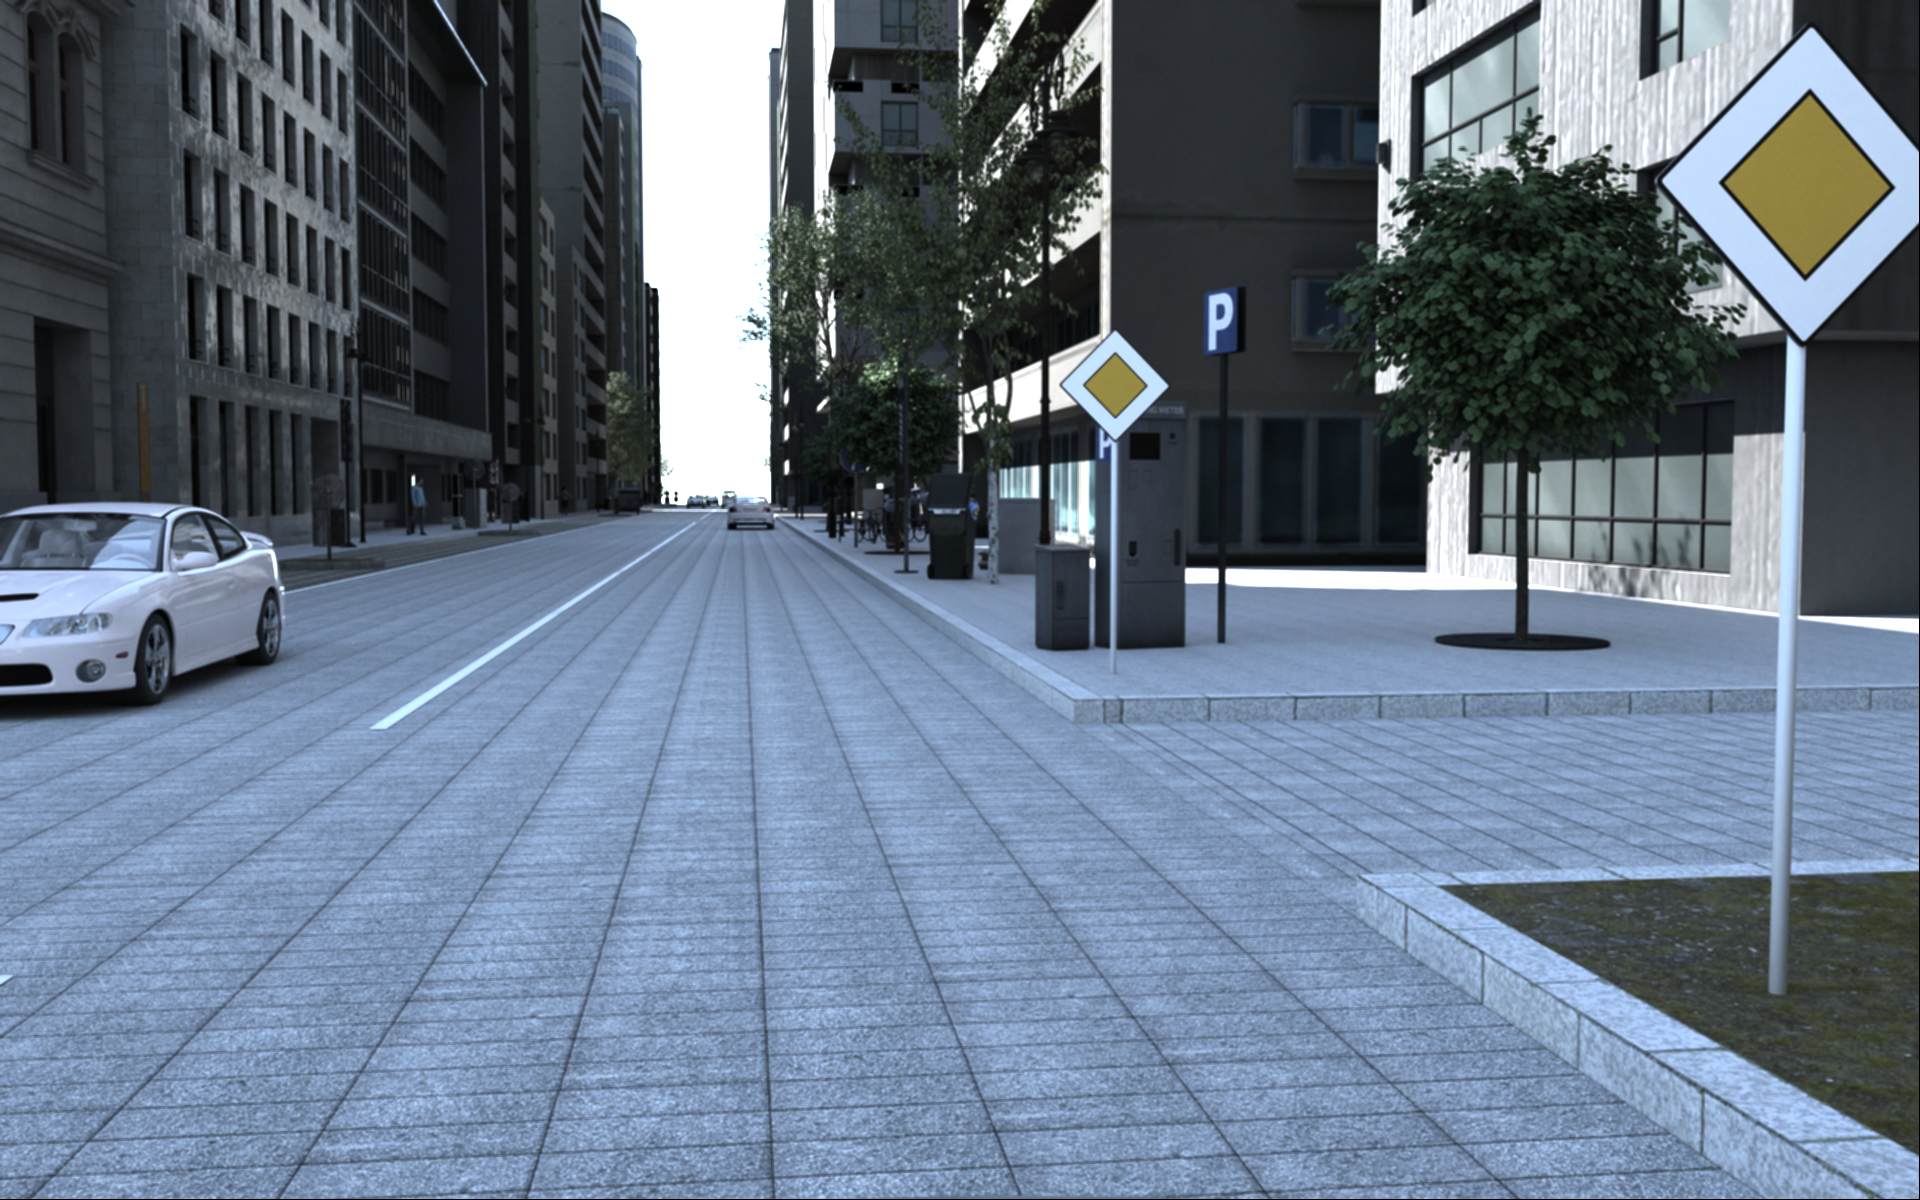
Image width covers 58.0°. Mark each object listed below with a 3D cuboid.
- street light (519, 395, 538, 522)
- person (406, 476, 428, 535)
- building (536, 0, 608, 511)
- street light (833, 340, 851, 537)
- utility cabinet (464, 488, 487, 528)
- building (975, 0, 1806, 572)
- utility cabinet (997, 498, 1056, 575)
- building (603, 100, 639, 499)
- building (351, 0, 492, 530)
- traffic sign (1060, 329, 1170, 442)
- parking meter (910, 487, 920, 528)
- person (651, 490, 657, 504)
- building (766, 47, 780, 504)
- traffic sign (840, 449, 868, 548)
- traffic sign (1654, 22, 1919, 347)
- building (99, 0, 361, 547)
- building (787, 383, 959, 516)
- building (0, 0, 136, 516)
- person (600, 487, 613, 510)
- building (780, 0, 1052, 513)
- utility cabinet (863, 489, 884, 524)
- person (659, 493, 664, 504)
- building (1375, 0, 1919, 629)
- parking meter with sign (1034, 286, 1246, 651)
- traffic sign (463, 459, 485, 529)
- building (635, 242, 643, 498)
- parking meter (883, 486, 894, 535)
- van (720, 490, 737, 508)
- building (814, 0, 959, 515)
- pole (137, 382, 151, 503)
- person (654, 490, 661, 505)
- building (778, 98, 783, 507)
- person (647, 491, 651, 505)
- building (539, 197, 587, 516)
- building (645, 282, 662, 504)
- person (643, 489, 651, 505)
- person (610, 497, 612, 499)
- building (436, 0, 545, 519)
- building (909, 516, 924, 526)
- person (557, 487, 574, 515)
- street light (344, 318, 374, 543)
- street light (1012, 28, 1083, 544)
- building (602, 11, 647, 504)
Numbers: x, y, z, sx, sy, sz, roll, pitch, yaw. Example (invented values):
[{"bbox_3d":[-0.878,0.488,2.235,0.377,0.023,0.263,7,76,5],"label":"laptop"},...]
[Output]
[{"bbox_3d":[-20.173,-6.602,80.724,0.468,5.910,1.993,0,4,-7],"label":"street light"},{"bbox_3d":[-16.923,-2.942,54.007,0.748,1.841,0.638,2,4,34],"label":"person"},{"bbox_3d":[-40.006,-31.464,138.131,21.300,48.544,21.600,0,4,-7],"label":"building"},{"bbox_3d":[-3.558,-4.852,52.123,0.468,5.910,1.993,0,4,-7],"label":"street light"},{"bbox_3d":[-18.222,-3.458,65.217,0.318,1.500,1.173,-3,5,-43],"label":"utility cabinet"},{"bbox_3d":[11.854,-25.499,40.611,21.300,48.544,21.600,0,4,-7],"label":"building"},{"bbox_3d":[1.038,-1.018,27.800,1.020,1.237,0.306,2,4,35],"label":"utility cabinet"},{"bbox_3d":[-40.188,-30.046,174.845,14.154,41.232,14.086,0,4,-7],"label":"building"},{"bbox_3d":[-27.076,-15.053,65.176,14.314,24.678,30.058,0,4,-7],"label":"building"},{"bbox_3d":[1.116,-0.617,12.280,0.795,2.593,0.064,0,4,-7],"label":"traffic sign"},{"bbox_3d":[-1.699,-3.515,65.881,0.372,1.533,0.369,0,3,0],"label":"parking meter"},{"bbox_3d":[-37.796,-12.763,214.727,1.348,1.823,0.705,-2,4,-24],"label":"person"},{"bbox_3d":[-15.044,-42.189,231.786,21.231,58.520,28.212,0,4,-7],"label":"building"},{"bbox_3d":[-2.491,-2.528,41.439,0.768,2.556,0.104,0,4,-4],"label":"traffic sign"},{"bbox_3d":[2.124,-0.133,4.359,0.795,2.593,0.064,0,4,-7],"label":"traffic sign"},{"bbox_3d":[-21.793,-11.436,41.722,10.420,20.320,16.860,0,4,-7],"label":"building"},{"bbox_3d":[3.376,-26.747,129.196,32.217,40.220,23.993,0,4,-7],"label":"building"},{"bbox_3d":[-21.141,-14.302,21.223,14.401,28.519,23.554,0,4,-7],"label":"building"},{"bbox_3d":[-28.298,-8.110,138.628,1.348,1.826,0.705,2,4,29],"label":"person"},{"bbox_3d":[-4.662,-32.275,151.404,21.300,48.544,21.600,0,4,-7],"label":"building"},{"bbox_3d":[-3.624,-3.934,72.997,0.318,1.500,1.173,3,4,37],"label":"utility cabinet"},{"bbox_3d":[-38.326,-13.049,222.633,0.697,1.427,0.421,-3,5,-39],"label":"person"},{"bbox_3d":[14.330,-15.256,21.135,14.107,30.474,14.160,0,4,-7],"label":"building"},{"bbox_3d":[1.492,-1.116,14.506,1.738,3.016,0.543,-1,4,-23],"label":"parking meter with sign"},{"bbox_3d":[-17.592,-3.829,62.715,0.768,2.556,0.104,0,4,-4],"label":"traffic sign"},{"bbox_3d":[-42.467,-25.570,189.778,14.160,30.474,14.107,0,4,-7],"label":"building"},{"bbox_3d":[-2.243,-2.812,54.390,0.372,1.533,0.369,0,3,0],"label":"parking meter"},{"bbox_3d":[-23.461,-10.359,176.383,2.013,2.044,4.112,0,4,-6],"label":"van"},{"bbox_3d":[5.322,-31.418,102.925,28.713,52.752,27.495,0,4,-7],"label":"building"},{"bbox_3d":[-14.881,-2.310,31.612,0.158,3.312,0.155,0,3,0],"label":"pole"},{"bbox_3d":[-36.911,-12.548,211.740,0.617,1.759,0.750,3,5,45],"label":"person"},{"bbox_3d":[-12.111,-30.545,183.004,14.154,41.232,14.086,0,4,-7],"label":"building"},{"bbox_3d":[-37.130,-12.218,206.730,0.541,1.710,0.530,-1,4,-16],"label":"person"},{"bbox_3d":[-39.682,-16.348,112.336,27.650,21.520,28.899,0,4,-7],"label":"building"},{"bbox_3d":[-47.454,-28.140,231.790,14.160,30.474,14.107,0,4,-7],"label":"building"},{"bbox_3d":[-37.245,-12.194,205.344,0.705,1.831,1.348,3,5,45],"label":"person"},{"bbox_3d":[-30.772,-8.998,154.092,0.756,1.711,0.436,-2,4,-31],"label":"person"},{"bbox_3d":[-30.059,-19.558,91.481,14.160,30.474,14.107,0,4,-7],"label":"building"},{"bbox_3d":[13.459,-23.561,77.096,32.217,40.220,23.993,0,4,-7],"label":"building"},{"bbox_3d":[-24.058,-6.036,105.516,1.217,1.735,0.721,1,4,22],"label":"person"},{"bbox_3d":[-15.777,-4.453,45.587,0.468,5.910,1.993,0,4,-7],"label":"street light"},{"bbox_3d":[0.881,-2.756,17.844,0.468,5.910,1.993,0,4,-7],"label":"street light"},{"bbox_3d":[-49.507,-40.819,209.383,21.231,58.520,28.212,0,4,-7],"label":"building"}]
